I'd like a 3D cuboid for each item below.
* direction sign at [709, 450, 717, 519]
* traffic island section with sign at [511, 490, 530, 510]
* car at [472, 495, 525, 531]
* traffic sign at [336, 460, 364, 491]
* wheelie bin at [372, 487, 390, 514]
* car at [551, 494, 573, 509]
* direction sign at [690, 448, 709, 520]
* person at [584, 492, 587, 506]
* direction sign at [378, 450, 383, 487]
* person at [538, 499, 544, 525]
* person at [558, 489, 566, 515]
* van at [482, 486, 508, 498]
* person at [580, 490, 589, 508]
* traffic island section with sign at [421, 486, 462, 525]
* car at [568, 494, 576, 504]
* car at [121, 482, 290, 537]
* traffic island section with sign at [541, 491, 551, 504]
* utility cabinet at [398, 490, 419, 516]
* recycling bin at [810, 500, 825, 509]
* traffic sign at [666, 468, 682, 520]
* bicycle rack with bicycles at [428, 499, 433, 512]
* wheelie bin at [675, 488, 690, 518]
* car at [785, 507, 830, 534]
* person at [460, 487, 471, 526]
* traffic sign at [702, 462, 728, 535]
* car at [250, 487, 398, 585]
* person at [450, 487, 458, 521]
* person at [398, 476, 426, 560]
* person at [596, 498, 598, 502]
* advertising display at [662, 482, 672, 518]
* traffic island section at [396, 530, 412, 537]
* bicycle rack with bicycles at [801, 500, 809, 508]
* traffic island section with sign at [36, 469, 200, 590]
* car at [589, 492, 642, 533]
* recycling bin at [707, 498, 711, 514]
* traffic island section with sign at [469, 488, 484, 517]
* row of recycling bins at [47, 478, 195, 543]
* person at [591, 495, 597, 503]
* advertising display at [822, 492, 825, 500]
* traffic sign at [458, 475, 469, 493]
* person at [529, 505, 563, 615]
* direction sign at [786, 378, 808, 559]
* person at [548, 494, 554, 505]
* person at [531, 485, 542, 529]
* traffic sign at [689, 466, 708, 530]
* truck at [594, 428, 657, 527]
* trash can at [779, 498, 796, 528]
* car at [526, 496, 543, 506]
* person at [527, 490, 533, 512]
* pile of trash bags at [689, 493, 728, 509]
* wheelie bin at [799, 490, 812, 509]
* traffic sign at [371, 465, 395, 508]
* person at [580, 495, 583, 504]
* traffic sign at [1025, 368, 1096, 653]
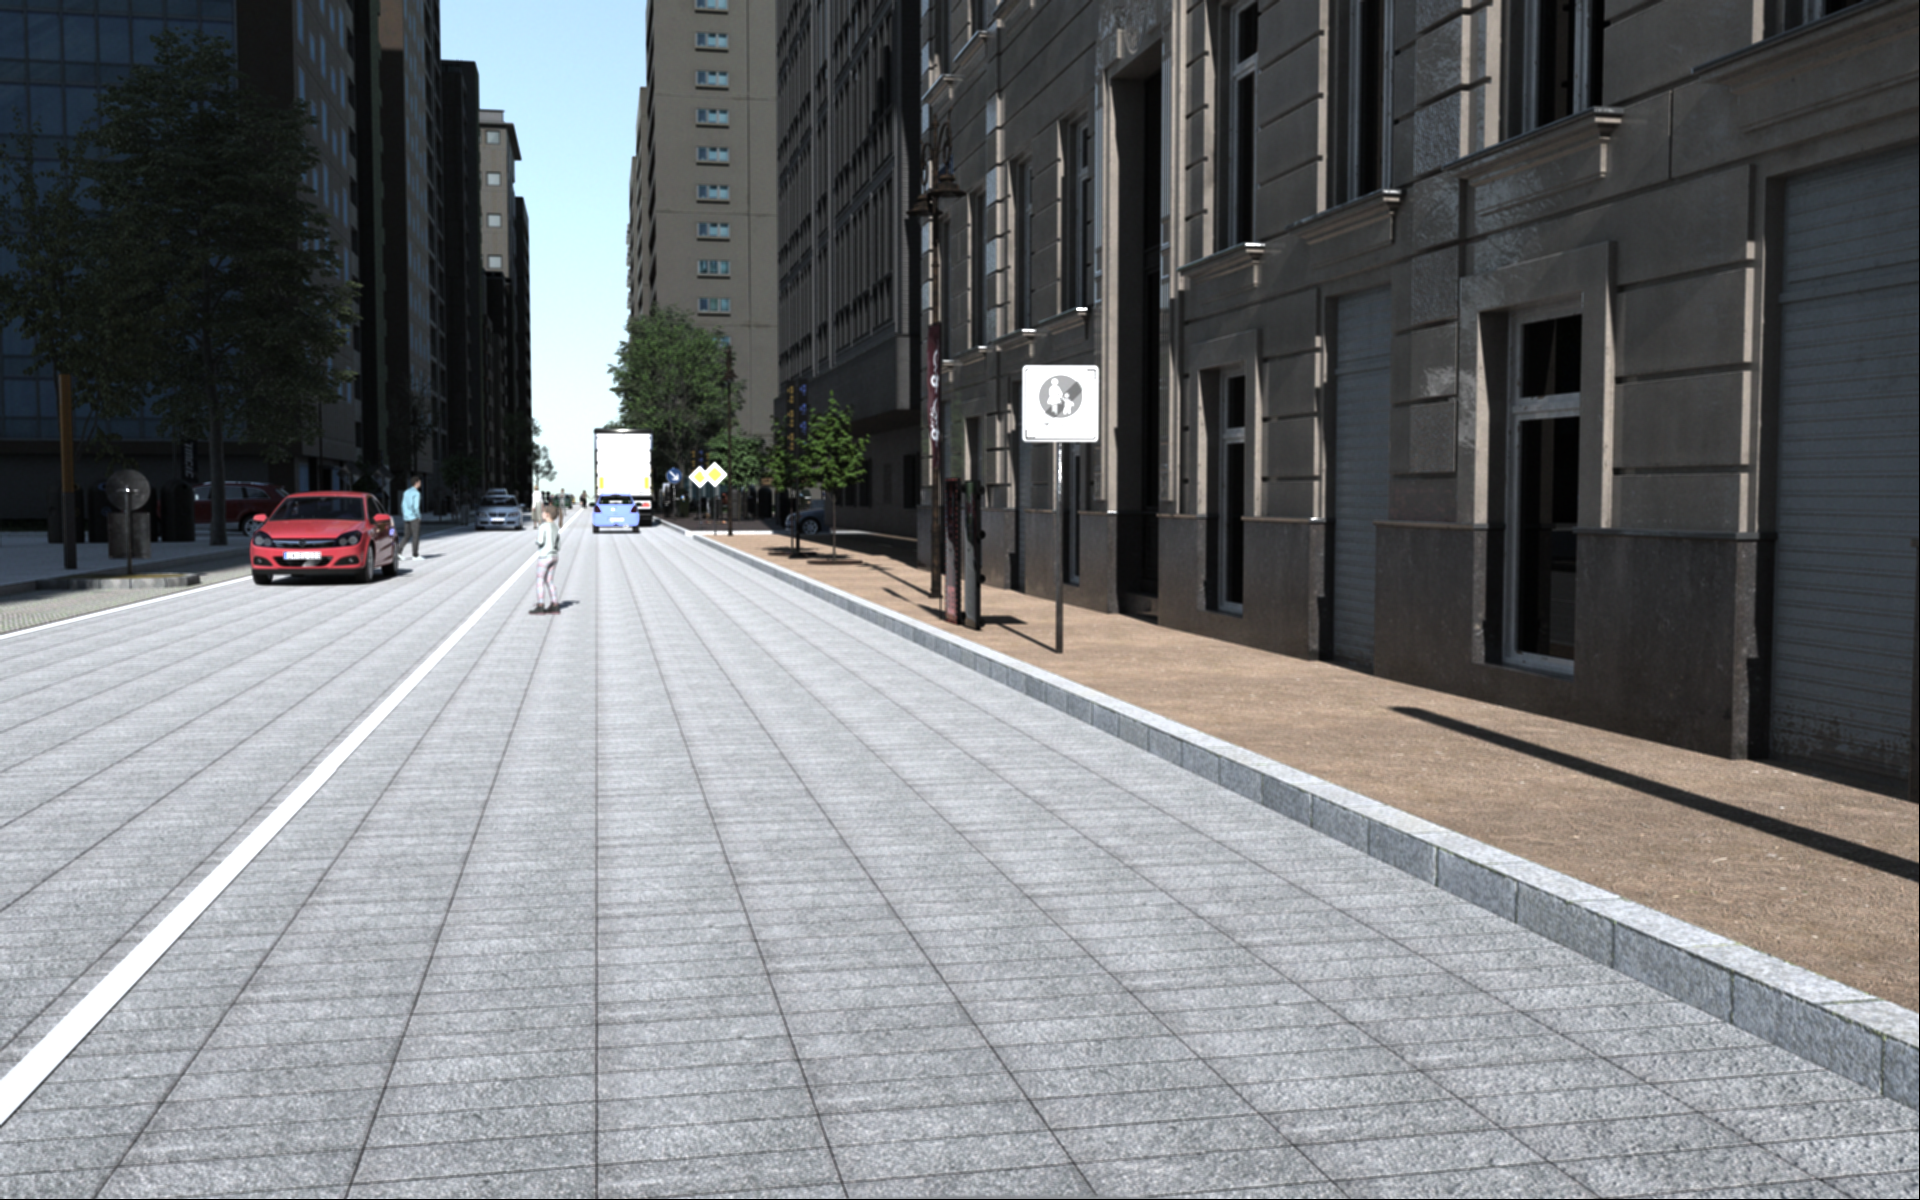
[{"bbox_3d":[-12.894,-5.981,89.783,0.876,3.537,0.379,3,4,37],"label":"direction sign"},{"bbox_3d":[-40.299,-9.087,157.197,1.989,1.847,2.006,-1,4,-12],"label":"traffic island section with sign"},{"bbox_3d":[-18.394,-3.495,69.150,2.014,1.417,4.499,-1,4,-13],"label":"car"},{"bbox_3d":[-18.116,-2.928,51.509,0.795,2.450,0.064,-1,4,-12],"label":"traffic sign"},{"bbox_3d":[-26.667,-4.390,79.689,0.693,1.594,0.980,-3,4,-37],"label":"wheelie bin"},{"bbox_3d":[-38.773,-9.601,168.775,2.131,1.459,4.920,-1,4,-11],"label":"car"},{"bbox_3d":[-12.981,-5.722,85.559,0.876,3.537,0.379,3,4,36],"label":"direction sign"},{"bbox_3d":[-44.045,-11.870,203.504,0.436,1.711,0.756,-1,4,-18],"label":"person"},{"bbox_3d":[-29.816,-5.943,89.168,0.379,3.537,0.876,0,4,-5],"label":"direction sign"},{"bbox_3d":[-19.171,-4.154,79.011,0.503,1.515,0.523,-3,4,-39],"label":"person"},{"bbox_3d":[-26.734,-6.583,116.320,0.511,1.800,0.466,0,4,-3],"label":"person"},{"bbox_3d":[-32.908,-7.095,123.009,2.013,2.044,4.112,-1,4,-12],"label":"van"},{"bbox_3d":[-38.409,-10.317,177.200,1.348,1.823,0.705,2,4,26],"label":"person"},{"bbox_3d":[-24.429,-4.459,81.526,1.989,1.847,2.006,-1,4,-12],"label":"traffic island section with sign"},{"bbox_3d":[-55.464,-14.388,245.463,2.015,1.641,3.980,-1,4,-12],"label":"car"},{"bbox_3d":[-23.615,-2.811,54.628,5.304,1.827,2.281,-1,4,-10],"label":"car"},{"bbox_3d":[-62.671,-15.613,263.901,1.989,1.847,2.006,-1,4,-12],"label":"traffic island section with sign"},{"bbox_3d":[-32.549,-5.721,102.210,1.173,1.500,0.318,-1,4,-22],"label":"utility cabinet"},{"bbox_3d":[-6.496,-4.117,79.866,0.722,1.027,0.722,-1,4,-15],"label":"recycling bin"},{"bbox_3d":[-13.890,-5.143,84.191,0.768,2.556,0.104,-1,4,-10],"label":"traffic sign"},{"bbox_3d":[-37.247,-6.667,122.392,2.925,0.926,2.852,-3,5,-42],"label":"bicycle rack with bicycles"},{"bbox_3d":[-15.011,-5.249,93.727,0.693,1.594,0.980,-2,4,-34],"label":"wheelie bin"},{"bbox_3d":[-3.751,-2.904,59.477,4.499,1.417,2.014,-1,4,-11],"label":"car"},{"bbox_3d":[-22.371,-4.235,78.293,0.362,1.759,0.519,3,5,43],"label":"person"},{"bbox_3d":[-7.595,-3.061,53.685,0.795,2.450,0.064,-1,4,-12],"label":"traffic sign"},{"bbox_3d":[-10.540,-1.213,28.878,2.155,1.783,4.494,-1,4,-10],"label":"car"},{"bbox_3d":[-24.812,-4.665,85.105,0.374,1.781,0.599,-3,4,-36],"label":"person"},{"bbox_3d":[-11.964,-1.781,37.632,0.660,1.820,0.620,3,4,36],"label":"person"},{"bbox_3d":[-26.359,-7.223,126.689,0.616,1.811,0.778,-3,4,-37],"label":"person"},{"bbox_3d":[-15.586,-5.320,92.198,0.123,1.923,0.974,-2,4,-35],"label":"advertising display"},{"bbox_3d":[-19.776,-2.269,59.382,2.009,0.180,2.903,-1,4,-12],"label":"traffic island section"},{"bbox_3d":[-9.353,-6.126,113.545,2.852,0.926,2.925,0,4,-3],"label":"bicycle rack with bicycles"},{"bbox_3d":[-12.968,-1.114,26.849,1.989,1.847,2.006,-1,4,-12],"label":"traffic island section with sign"},{"bbox_3d":[-12.802,-3.352,64.397,1.945,1.707,3.694,-1,4,-12],"label":"car"},{"bbox_3d":[-15.621,-5.965,110.084,0.722,1.027,0.722,1,4,20],"label":"recycling bin"},{"bbox_3d":[-30.030,-6.089,108.181,1.989,1.847,2.006,-1,4,-12],"label":"traffic island section with sign"},{"bbox_3d":[-22.335,-2.387,46.142,3.534,1.692,1.069,-2,4,-32],"label":"row of recycling bins"},{"bbox_3d":[-33.297,-9.194,158.803,0.705,1.826,1.348,2,4,25],"label":"person"},{"bbox_3d":[-7.519,-5.775,99.633,0.974,1.923,0.123,-3,4,-38],"label":"advertising display"},{"bbox_3d":[-33.804,-7.210,117.988,0.768,2.556,0.104,-1,4,-10],"label":"traffic sign"},{"bbox_3d":[-4.951,-0.482,20.663,0.394,1.301,0.425,0,4,5],"label":"person"},{"bbox_3d":[-3.226,-2.591,34.357,0.379,3.537,0.876,-2,4,-32],"label":"direction sign"},{"bbox_3d":[-41.171,-9.956,174.505,0.697,1.427,0.421,3,5,41],"label":"person"},{"bbox_3d":[-17.316,-3.809,71.000,0.478,1.798,0.641,-2,4,-29],"label":"person"},{"bbox_3d":[-9.234,-3.539,61.501,0.795,2.450,0.064,-1,4,-12],"label":"traffic sign"},{"bbox_3d":[-15.306,-5.532,79.362,2.839,4.237,11.283,-1,4,-10],"label":"truck"},{"bbox_3d":[-6.543,-3.322,65.966,0.748,1.137,0.748,0,3,0],"label":"trash can"},{"bbox_3d":[-48.790,-11.422,198.754,2.014,1.417,4.499,-1,4,-10],"label":"car"},{"bbox_3d":[-34.699,-8.020,140.344,1.217,1.735,0.721,3,5,40],"label":"person"},{"bbox_3d":[-18.677,-7.350,129.928,1.912,1.369,3.447,3,5,39],"label":"pile of trash bags"},{"bbox_3d":[-10.979,-7.010,122.525,0.980,1.594,0.693,-3,5,-40],"label":"wheelie bin"},{"bbox_3d":[-19.755,-3.406,59.325,0.795,2.450,0.064,-1,4,-12],"label":"traffic sign"},{"bbox_3d":[-43.514,-11.466,199.209,0.421,1.427,0.697,0,4,3],"label":"person"},{"bbox_3d":[0.799,-0.719,13.891,0.606,2.300,0.079,0,4,-2],"label":"traffic sign"}]
